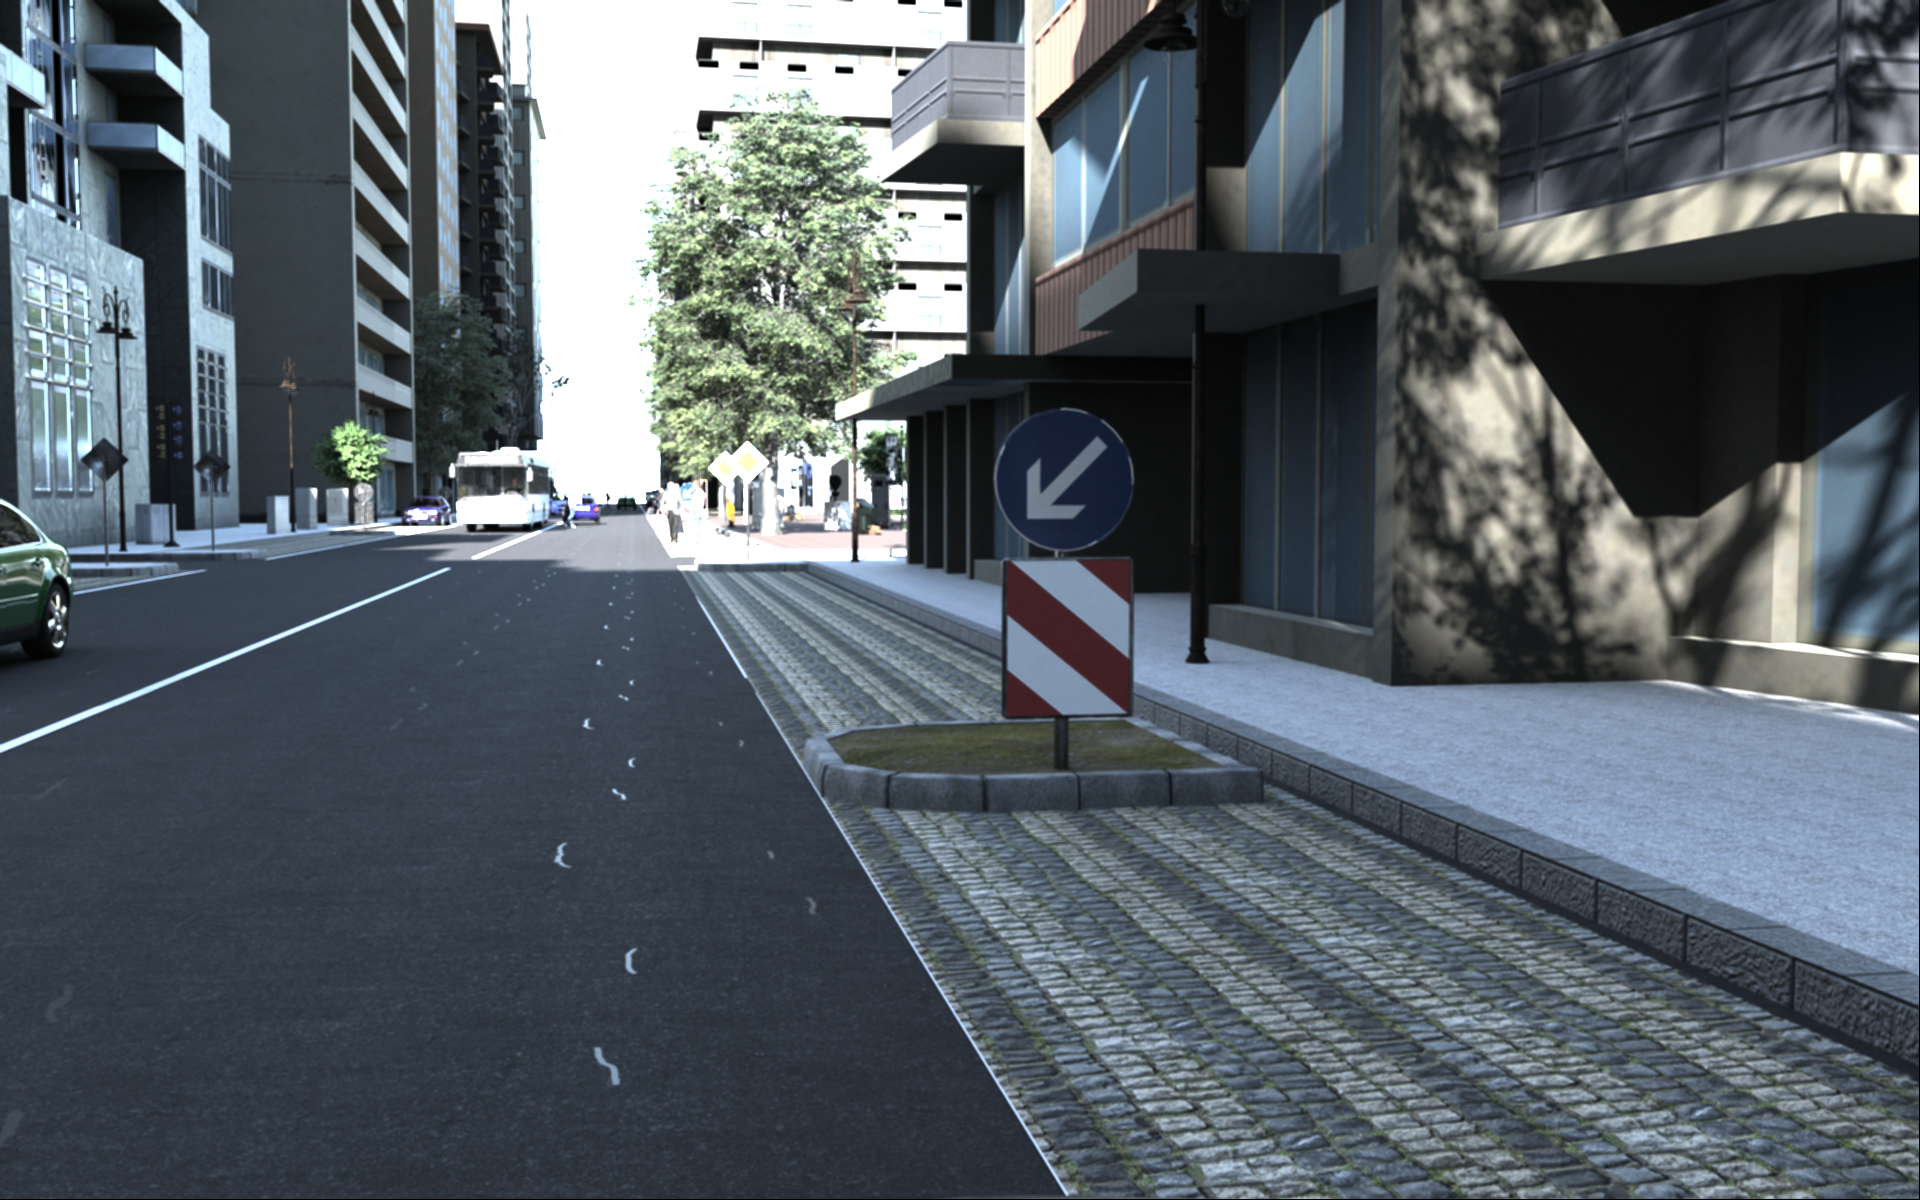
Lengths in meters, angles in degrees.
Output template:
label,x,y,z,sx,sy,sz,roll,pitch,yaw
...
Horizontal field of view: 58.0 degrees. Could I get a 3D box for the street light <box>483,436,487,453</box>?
label,x,y,z,sx,sy,sz,roll,pitch,yaw
street light,-36.878,-9.884,134.383,0.468,5.910,1.993,-1,4,-11

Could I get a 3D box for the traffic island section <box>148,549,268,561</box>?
label,x,y,z,sx,sy,sz,roll,pitch,yaw
traffic island section,-16.745,-1.010,38.799,2.009,0.180,2.903,-1,4,-11

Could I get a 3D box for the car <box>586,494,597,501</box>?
label,x,y,z,sx,sy,sz,roll,pitch,yaw
car,-52.911,-14.505,247.381,2.015,1.641,3.980,-1,4,-12

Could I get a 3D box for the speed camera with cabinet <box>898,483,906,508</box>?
label,x,y,z,sx,sy,sz,roll,pitch,yaw
speed camera with cabinet,-3.477,-6.844,106.236,0.660,3.252,2.038,0,4,-1

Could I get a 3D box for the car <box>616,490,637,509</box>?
label,x,y,z,sx,sy,sz,roll,pitch,yaw
car,-31.530,-9.486,163.887,1.959,1.807,4.718,-1,4,-10

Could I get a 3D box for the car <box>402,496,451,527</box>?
label,x,y,z,sx,sy,sz,roll,pitch,yaw
car,-23.755,-3.949,77.148,1.945,1.354,3.894,-1,4,-9

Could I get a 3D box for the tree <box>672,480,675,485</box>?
label,x,y,z,sx,sy,sz,roll,pitch,yaw
tree,-32.494,-12.503,199.031,1.663,3.219,1.824,0,3,0

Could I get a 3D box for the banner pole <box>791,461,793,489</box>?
label,x,y,z,sx,sy,sz,roll,pitch,yaw
banner pole,-10.944,-7.683,115.638,0.863,3.779,0.401,-2,4,-31

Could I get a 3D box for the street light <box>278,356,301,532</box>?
label,x,y,z,sx,sy,sz,roll,pitch,yaw
street light,-22.499,-5.228,58.270,0.468,5.910,1.993,-1,4,-11

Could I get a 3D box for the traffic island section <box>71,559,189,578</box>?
label,x,y,z,sx,sy,sz,roll,pitch,yaw
traffic island section,-15.263,-0.530,30.952,2.009,0.180,2.903,-1,4,-11

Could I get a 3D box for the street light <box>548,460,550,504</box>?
label,x,y,z,sx,sy,sz,roll,pitch,yaw
street light,-55.823,-16.048,235.169,0.468,5.910,1.993,-1,4,-11

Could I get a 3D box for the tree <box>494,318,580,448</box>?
label,x,y,z,sx,sy,sz,roll,pitch,yaw
tree,-46.644,-20.067,183.979,12.611,20.169,13.585,0,3,0

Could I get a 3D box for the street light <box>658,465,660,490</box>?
label,x,y,z,sx,sy,sz,roll,pitch,yaw
street light,-43.264,-17.040,251.393,0.468,5.910,1.993,-1,4,-11

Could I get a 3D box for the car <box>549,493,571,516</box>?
label,x,y,z,sx,sy,sz,roll,pitch,yaw
car,-26.754,-6.568,116.984,1.945,1.707,3.694,-1,4,-12

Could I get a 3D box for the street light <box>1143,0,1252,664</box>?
label,x,y,z,sx,sy,sz,roll,pitch,yaw
street light,1.806,-2.460,13.006,0.468,5.910,1.993,-1,4,-11

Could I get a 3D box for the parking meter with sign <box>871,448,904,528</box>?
label,x,y,z,sx,sy,sz,roll,pitch,yaw
parking meter with sign,-2.975,-4.198,64.897,1.738,3.016,0.543,0,4,3

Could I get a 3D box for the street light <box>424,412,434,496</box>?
label,x,y,z,sx,sy,sz,roll,pitch,yaw
street light,-29.989,-7.655,97.953,0.468,5.910,1.993,-1,4,-11

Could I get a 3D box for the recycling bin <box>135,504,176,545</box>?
label,x,y,z,sx,sy,sz,roll,pitch,yaw
recycling bin,-20.647,-1.951,44.456,0.722,1.027,0.722,2,4,34

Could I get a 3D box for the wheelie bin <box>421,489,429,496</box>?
label,x,y,z,sx,sy,sz,roll,pitch,yaw
wheelie bin,-33.906,-6.271,110.431,0.980,1.594,0.693,-1,4,-14

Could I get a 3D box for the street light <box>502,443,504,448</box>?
label,x,y,z,sx,sy,sz,roll,pitch,yaw
street light,-40.582,-11.085,154.028,0.468,5.910,1.993,-1,4,-11

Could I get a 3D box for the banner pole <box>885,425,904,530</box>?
label,x,y,z,sx,sy,sz,roll,pitch,yaw
banner pole,-2.316,-4.437,62.568,0.863,3.779,0.401,-1,4,-22

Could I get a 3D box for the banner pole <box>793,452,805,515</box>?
label,x,y,z,sx,sy,sz,roll,pitch,yaw
banner pole,-9.489,-6.970,103.975,0.401,3.779,0.863,-3,4,-38

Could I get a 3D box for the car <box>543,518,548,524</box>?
label,x,y,z,sx,sy,sz,roll,pitch,yaw
car,-21.161,-4.424,84.699,2.083,1.381,4.827,-1,4,-12

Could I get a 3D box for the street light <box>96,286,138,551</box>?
label,x,y,z,sx,sy,sz,roll,pitch,yaw
street light,-18.749,-4.027,38.634,0.468,5.910,1.993,-1,4,-11

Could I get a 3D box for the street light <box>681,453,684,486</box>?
label,x,y,z,sx,sy,sz,roll,pitch,yaw
street light,-24.174,-10.866,150.443,0.468,5.910,1.993,-1,4,-11

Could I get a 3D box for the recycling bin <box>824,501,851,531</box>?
label,x,y,z,sx,sy,sz,roll,pitch,yaw
recycling bin,-4.242,-2.903,60.020,0.722,1.027,0.722,2,4,27

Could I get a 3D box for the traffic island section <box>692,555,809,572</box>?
label,x,y,z,sx,sy,sz,roll,pitch,yaw
traffic island section,-4.019,-0.660,33.064,2.009,0.180,2.903,-1,4,-11

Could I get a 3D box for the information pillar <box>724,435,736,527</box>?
label,x,y,z,sx,sy,sz,roll,pitch,yaw
information pillar,-8.894,-4.619,66.874,0.504,3.616,0.183,3,5,43

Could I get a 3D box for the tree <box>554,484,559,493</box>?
label,x,y,z,sx,sy,sz,roll,pitch,yaw
tree,-62.460,-16.567,265.467,1.663,3.219,1.824,0,3,0

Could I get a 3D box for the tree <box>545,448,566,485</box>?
label,x,y,z,sx,sy,sz,roll,pitch,yaw
tree,-63.332,-19.531,269.699,4.360,8.622,3.978,0,3,0

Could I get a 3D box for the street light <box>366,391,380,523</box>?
label,x,y,z,sx,sy,sz,roll,pitch,yaw
street light,-26.329,-6.428,77.891,0.468,5.910,1.993,-1,4,-11

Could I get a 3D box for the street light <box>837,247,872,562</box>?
label,x,y,z,sx,sy,sz,roll,pitch,yaw
street light,-1.986,-3.660,32.634,0.468,5.910,1.993,-1,4,-11

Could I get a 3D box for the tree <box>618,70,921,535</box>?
label,x,y,z,sx,sy,sz,roll,pitch,yaw
tree,-5.930,-9.025,54.206,9.857,13.997,8.962,0,3,0

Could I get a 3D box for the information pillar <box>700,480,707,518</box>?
label,x,y,z,sx,sy,sz,roll,pitch,yaw
information pillar,-13.491,-5.299,91.124,0.304,2.012,0.304,-2,4,-24

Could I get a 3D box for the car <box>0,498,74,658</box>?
label,x,y,z,sx,sy,sz,roll,pitch,yaw
car,-8.537,-0.300,13.698,1.959,1.807,4.718,-1,4,-11

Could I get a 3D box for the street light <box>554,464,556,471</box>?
label,x,y,z,sx,sy,sz,roll,pitch,yaw
street light,-59.784,-17.301,255.651,0.468,5.910,1.993,-1,4,-11

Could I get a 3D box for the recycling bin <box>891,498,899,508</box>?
label,x,y,z,sx,sy,sz,roll,pitch,yaw
recycling bin,-4.352,-6.024,111.048,0.722,1.027,0.722,2,4,24

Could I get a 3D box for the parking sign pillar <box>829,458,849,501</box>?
label,x,y,z,sx,sy,sz,roll,pitch,yaw
parking sign pillar,-7.927,-7.656,113.649,1.447,3.967,1.447,-2,4,-29

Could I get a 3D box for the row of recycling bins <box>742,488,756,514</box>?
label,x,y,z,sx,sy,sz,roll,pitch,yaw
row of recycling bins,-12.592,-6.291,109.978,3.534,1.692,1.069,3,5,45

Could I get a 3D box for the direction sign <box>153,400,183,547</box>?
label,x,y,z,sx,sy,sz,roll,pitch,yaw
direction sign,-19.218,-3.066,42.119,0.379,3.537,0.876,1,4,19

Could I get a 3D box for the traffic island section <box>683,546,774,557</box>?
label,x,y,z,sx,sy,sz,roll,pitch,yaw
traffic island section,-5.501,-1.139,40.911,2.009,0.180,2.903,-1,4,-11

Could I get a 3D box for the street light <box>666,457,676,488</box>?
label,x,y,z,sx,sy,sz,roll,pitch,yaw
street light,-31.621,-13.279,189.901,0.468,5.910,1.993,-1,4,-11

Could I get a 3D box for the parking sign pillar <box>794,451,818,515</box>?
label,x,y,z,sx,sy,sz,roll,pitch,yaw
parking sign pillar,-9.474,-7.226,106.615,1.447,3.967,1.447,1,4,18

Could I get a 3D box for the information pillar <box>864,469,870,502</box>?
label,x,y,z,sx,sy,sz,roll,pitch,yaw
information pillar,-4.994,-6.215,92.965,0.183,3.616,0.504,-3,4,-39

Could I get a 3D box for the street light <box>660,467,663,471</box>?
label,x,y,z,sx,sy,sz,roll,pitch,yaw
street light,-39.542,-15.824,231.511,0.468,5.910,1.993,-1,4,-11

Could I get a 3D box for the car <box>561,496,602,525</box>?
label,x,y,z,sx,sy,sz,roll,pitch,yaw
car,-17.923,-4.246,82.003,1.945,1.354,3.894,-1,4,-12

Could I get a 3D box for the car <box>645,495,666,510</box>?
label,x,y,z,sx,sy,sz,roll,pitch,yaw
car,-26.926,-8.614,153.413,1.945,1.354,3.894,-1,4,-10

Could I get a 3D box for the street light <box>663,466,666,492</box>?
label,x,y,z,sx,sy,sz,roll,pitch,yaw
street light,-35.672,-14.587,211.287,0.468,5.910,1.993,-1,4,-11

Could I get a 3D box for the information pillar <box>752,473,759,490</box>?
label,x,y,z,sx,sy,sz,roll,pitch,yaw
information pillar,-13.505,-7.524,114.365,0.504,3.616,0.183,0,4,0
